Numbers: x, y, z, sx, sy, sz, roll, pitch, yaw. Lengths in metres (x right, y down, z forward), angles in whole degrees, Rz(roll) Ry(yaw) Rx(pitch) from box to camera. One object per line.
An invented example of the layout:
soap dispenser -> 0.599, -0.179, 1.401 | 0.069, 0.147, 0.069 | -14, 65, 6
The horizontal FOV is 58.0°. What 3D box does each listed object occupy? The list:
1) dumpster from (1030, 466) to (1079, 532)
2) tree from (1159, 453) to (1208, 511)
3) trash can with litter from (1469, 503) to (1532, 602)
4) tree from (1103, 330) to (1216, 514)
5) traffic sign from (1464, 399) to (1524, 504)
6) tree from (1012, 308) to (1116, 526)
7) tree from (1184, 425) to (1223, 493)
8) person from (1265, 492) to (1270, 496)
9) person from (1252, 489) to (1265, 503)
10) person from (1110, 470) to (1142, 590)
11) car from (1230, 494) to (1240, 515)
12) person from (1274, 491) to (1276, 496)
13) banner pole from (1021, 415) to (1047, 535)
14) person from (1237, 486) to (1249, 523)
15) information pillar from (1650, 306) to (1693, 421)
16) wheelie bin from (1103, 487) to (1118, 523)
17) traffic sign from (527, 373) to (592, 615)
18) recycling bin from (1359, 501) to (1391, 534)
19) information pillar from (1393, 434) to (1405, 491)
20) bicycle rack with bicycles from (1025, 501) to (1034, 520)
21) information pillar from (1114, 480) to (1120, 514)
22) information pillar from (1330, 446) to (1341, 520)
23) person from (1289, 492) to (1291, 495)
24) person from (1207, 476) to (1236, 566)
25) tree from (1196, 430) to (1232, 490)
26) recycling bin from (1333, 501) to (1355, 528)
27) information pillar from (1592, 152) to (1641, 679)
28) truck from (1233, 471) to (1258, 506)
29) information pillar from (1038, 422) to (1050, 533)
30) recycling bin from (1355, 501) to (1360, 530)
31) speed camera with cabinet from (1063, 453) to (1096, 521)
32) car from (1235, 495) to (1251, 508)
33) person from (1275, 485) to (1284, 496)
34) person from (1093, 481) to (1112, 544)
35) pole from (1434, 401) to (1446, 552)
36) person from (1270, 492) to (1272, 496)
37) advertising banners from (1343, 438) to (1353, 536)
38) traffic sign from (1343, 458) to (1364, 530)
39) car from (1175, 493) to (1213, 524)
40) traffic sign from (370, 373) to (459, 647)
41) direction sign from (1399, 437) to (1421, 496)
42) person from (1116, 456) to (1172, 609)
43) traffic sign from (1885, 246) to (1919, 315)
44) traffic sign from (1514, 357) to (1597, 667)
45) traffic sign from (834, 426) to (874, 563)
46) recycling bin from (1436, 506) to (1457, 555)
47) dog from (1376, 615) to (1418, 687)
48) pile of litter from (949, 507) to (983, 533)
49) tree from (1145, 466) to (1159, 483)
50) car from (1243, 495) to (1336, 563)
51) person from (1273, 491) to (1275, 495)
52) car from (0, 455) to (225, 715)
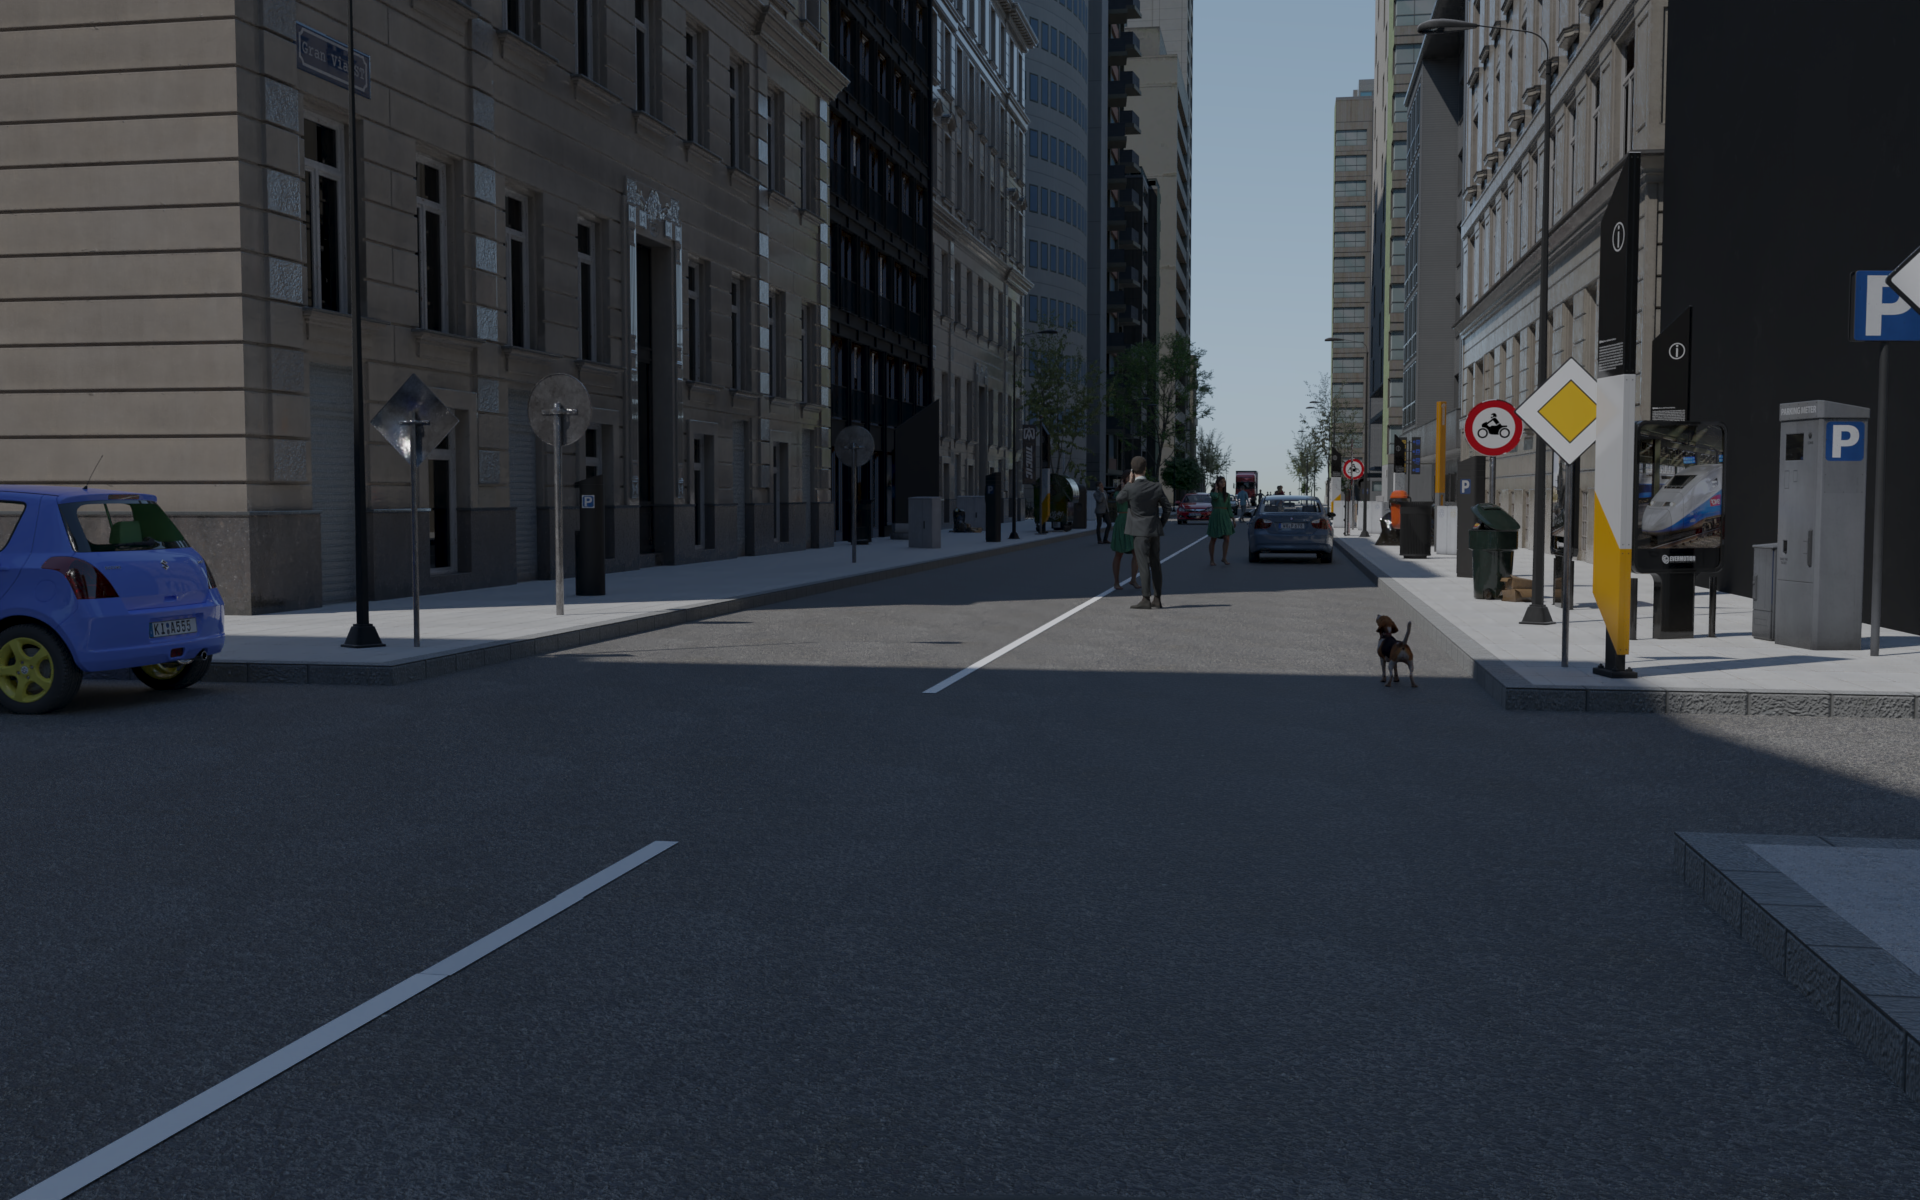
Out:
dumpster -> 3.237, -3.476, 59.325 | 1.502, 2.255, 1.985 | 1, 4, 10
tree -> 19.859, -10.207, 150.605 | 4.285, 4.588, 4.351 | 0, 3, 0
trash can with litter -> 6.643, -0.584, 20.936 | 0.624, 1.170, 1.055 | -1, 4, -22
tree -> 12.602, -11.242, 109.570 | 9.928, 11.665, 9.643 | 0, 3, 0
traffic sign -> 7.174, -1.421, 23.337 | 0.768, 2.556, 0.104 | 1, 4, 17
tree -> 3.876, -7.219, 68.399 | 4.737, 8.622, 4.395 | 0, 3, 0
tree -> 27.012, -14.668, 190.176 | 4.360, 8.622, 3.978 | 0, 3, 0
person -> 36.566, -12.055, 206.304 | 0.721, 1.736, 1.217 | -2, 4, -32
person -> 24.692, -8.194, 142.477 | 1.348, 1.824, 0.705 | 2, 4, 29
person -> 2.513, -1.053, 25.959 | 0.600, 1.795, 0.529 | -2, 4, -34
car -> 18.076, -6.623, 118.080 | 2.009, 1.686, 4.222 | 1, 4, 9
person -> 33.788, -10.802, 185.823 | 0.721, 1.736, 1.217 | 1, 4, 20
banner pole -> 2.337, -3.960, 54.760 | 0.863, 3.779, 0.401 | -1, 4, -17
person -> 13.981, -4.744, 85.927 | 0.748, 1.841, 0.638 | -3, 5, -39
information pillar -> 8.936, -1.862, 21.792 | 0.183, 3.616, 0.504 | -3, 5, -43
wheelie bin -> 6.821, -4.290, 78.052 | 0.980, 1.594, 0.693 | 0, 4, -5
traffic sign -> -4.239, -1.111, 18.279 | 0.768, 2.556, 0.104 | 1, 4, 18
recycling bin -> 13.528, -2.667, 56.156 | 0.722, 1.027, 0.722 | 3, 5, 41
information pillar -> 17.130, -4.665, 67.624 | 0.504, 3.616, 0.183 | -2, 4, -25
bicycle rack with bicycles -> 3.752, -4.502, 86.991 | 2.852, 0.926, 2.925 | -1, 4, -12
information pillar -> 7.961, -5.078, 87.516 | 0.304, 2.012, 0.304 | -3, 5, -40
information pillar -> 18.439, -5.725, 84.962 | 0.504, 3.616, 0.183 | -1, 4, -12
person -> 36.969, -11.323, 194.436 | 0.445, 1.727, 0.742 | 0, 4, -8
person -> 5.210, -1.587, 34.696 | 0.600, 1.795, 0.529 | -2, 4, -27
tree -> 29.312, -15.249, 199.691 | 4.737, 8.622, 4.395 | 0, 3, 0
recycling bin -> 14.602, -3.247, 65.643 | 0.722, 1.027, 0.722 | 2, 4, 29
information pillar -> 4.612, -1.274, 12.178 | 0.183, 3.616, 0.504 | 0, 4, -1
truck -> 34.511, -13.436, 208.599 | 2.839, 4.237, 11.283 | 1, 4, 11
information pillar -> 2.766, -3.982, 56.460 | 0.183, 3.616, 0.504 | -2, 4, -29
recycling bin -> 14.525, -2.979, 61.262 | 0.722, 1.027, 0.722 | 2, 4, 29
speed camera with cabinet -> 5.550, -5.467, 83.722 | 2.038, 3.252, 0.660 | -1, 4, -22
car -> 29.184, -10.247, 179.893 | 2.083, 1.381, 4.827 | 1, 4, 10
person -> 14.269, -4.212, 77.341 | 0.573, 1.828, 0.580 | -1, 4, -22
person -> 4.114, -2.517, 49.834 | 0.592, 1.802, 0.473 | -2, 4, -31
pole -> 10.613, -2.717, 38.265 | 0.158, 3.312, 0.155 | 0, 3, 0
person -> 41.231, -13.555, 230.648 | 0.617, 1.759, 0.750 | -3, 5, -40
advertising banners -> 12.052, -3.515, 53.659 | 0.090, 3.025, 2.074 | 1, 4, 19
traffic sign -> 14.089, -3.788, 62.038 | 0.768, 2.556, 0.104 | 1, 4, 15
car -> 11.406, -4.509, 82.755 | 2.155, 1.783, 4.494 | 1, 4, 12
traffic sign -> -4.554, -0.662, 14.471 | 0.795, 2.450, 0.064 | 1, 4, 10
direction sign -> 17.839, -4.700, 68.847 | 0.876, 3.537, 0.379 | 1, 4, 20
person -> 2.283, -0.844, 21.663 | 0.648, 1.900, 0.474 | -2, 4, -29
traffic sign -> 3.029, -0.079, 4.931 | 0.795, 2.450, 0.064 | 1, 4, 10
traffic sign -> 4.483, -0.559, 12.783 | 0.795, 2.450, 0.064 | 1, 4, 10
traffic sign -> -1.977, -1.967, 32.272 | 0.768, 2.556, 0.104 | 1, 4, 11
recycling bin -> 10.592, -1.474, 36.658 | 0.722, 1.027, 0.722 | -2, 4, -25
dog -> 3.262, 0.383, 13.024 | 0.406, 0.507, 0.540 | -3, 5, -43
pile of litter -> 0.200, -2.697, 58.062 | 1.176, 0.858, 1.719 | 0, 4, 3
tree -> 10.980, -6.706, 104.243 | 1.663, 3.219, 1.824 | 0, 3, 0
car -> 7.111, -1.552, 37.385 | 2.014, 1.417, 4.499 | 1, 4, 10
person -> 43.170, -14.004, 237.455 | 1.348, 1.826, 0.705 | 2, 4, 30
car -> -7.189, -0.159, 12.199 | 3.694, 1.707, 1.945 | 1, 4, 9
